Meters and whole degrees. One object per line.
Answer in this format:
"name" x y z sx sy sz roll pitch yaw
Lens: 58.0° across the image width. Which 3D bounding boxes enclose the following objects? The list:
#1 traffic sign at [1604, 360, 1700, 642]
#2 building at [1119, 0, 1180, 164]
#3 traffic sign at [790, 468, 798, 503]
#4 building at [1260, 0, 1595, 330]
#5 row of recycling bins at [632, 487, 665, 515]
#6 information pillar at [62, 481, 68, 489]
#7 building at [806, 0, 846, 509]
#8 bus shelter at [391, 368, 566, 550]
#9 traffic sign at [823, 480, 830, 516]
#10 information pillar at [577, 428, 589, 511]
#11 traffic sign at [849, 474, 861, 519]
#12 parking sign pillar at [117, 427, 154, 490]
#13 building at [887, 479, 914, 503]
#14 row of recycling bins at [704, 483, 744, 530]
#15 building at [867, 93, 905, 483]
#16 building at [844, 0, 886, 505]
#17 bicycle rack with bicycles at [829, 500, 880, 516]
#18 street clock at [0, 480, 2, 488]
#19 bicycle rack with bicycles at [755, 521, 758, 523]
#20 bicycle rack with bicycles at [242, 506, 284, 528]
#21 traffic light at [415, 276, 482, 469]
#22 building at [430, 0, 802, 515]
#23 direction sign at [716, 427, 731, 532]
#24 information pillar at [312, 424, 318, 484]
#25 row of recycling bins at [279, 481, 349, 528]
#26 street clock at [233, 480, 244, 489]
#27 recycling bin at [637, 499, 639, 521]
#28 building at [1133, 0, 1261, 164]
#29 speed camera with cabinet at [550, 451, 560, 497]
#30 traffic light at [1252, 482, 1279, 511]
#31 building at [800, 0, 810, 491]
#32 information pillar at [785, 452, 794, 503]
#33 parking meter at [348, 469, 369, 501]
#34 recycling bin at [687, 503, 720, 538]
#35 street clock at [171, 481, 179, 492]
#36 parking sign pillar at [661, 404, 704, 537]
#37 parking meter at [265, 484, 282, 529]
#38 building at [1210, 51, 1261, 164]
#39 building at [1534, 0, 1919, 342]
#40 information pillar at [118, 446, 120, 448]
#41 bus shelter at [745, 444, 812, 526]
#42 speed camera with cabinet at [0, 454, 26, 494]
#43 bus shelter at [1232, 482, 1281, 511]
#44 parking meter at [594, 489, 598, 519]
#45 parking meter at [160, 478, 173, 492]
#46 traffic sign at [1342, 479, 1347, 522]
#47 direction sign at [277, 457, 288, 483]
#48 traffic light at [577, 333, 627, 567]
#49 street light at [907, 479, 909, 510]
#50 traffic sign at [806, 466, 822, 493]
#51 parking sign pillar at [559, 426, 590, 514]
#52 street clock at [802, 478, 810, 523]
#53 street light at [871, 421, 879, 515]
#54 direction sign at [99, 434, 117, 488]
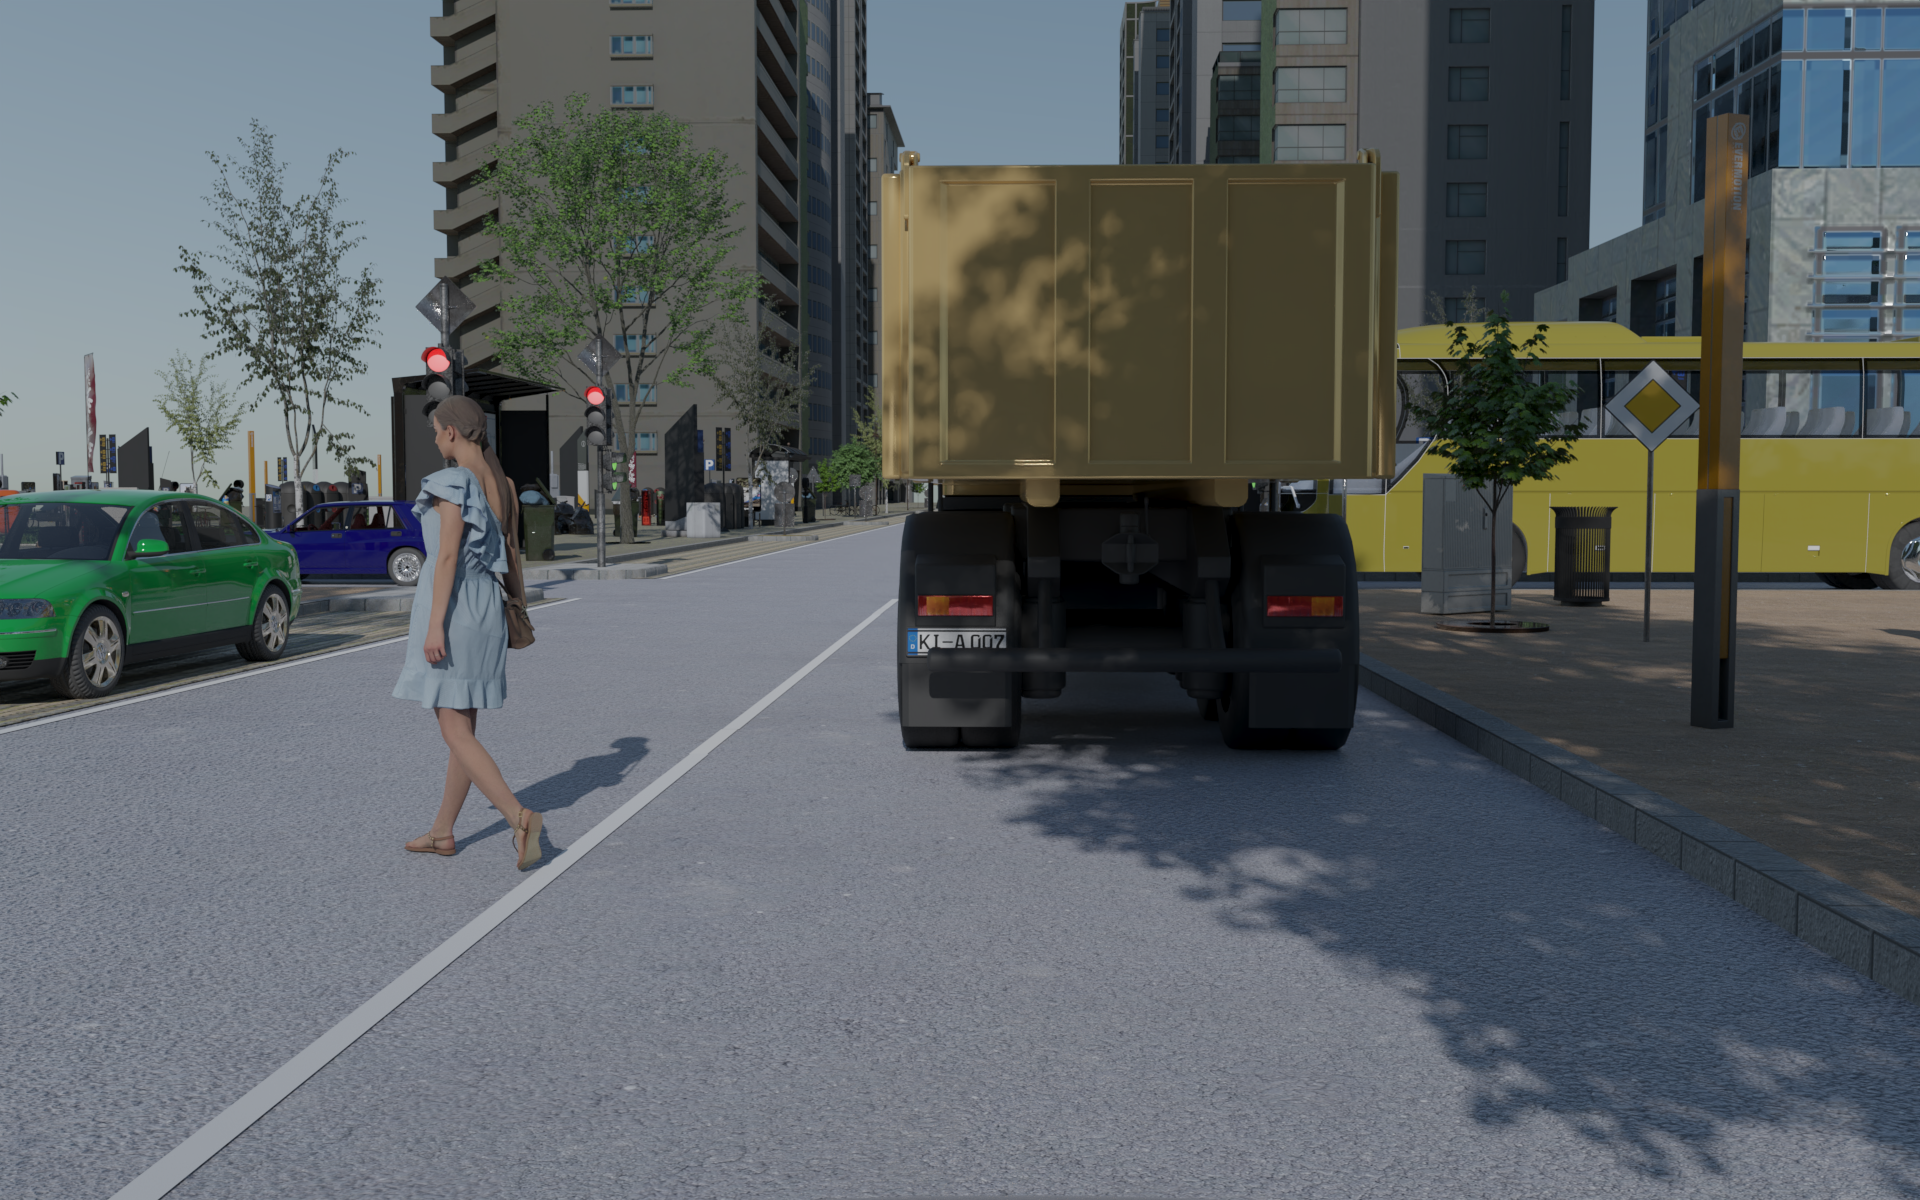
"traffic sign" 5.959 -0.843 14.972 0.795 2.450 0.064 1 4 10
"building" 31.584 -49.763 251.870 20.563 71.187 20.611 0 4 2
"traffic sign" -8.204 -5.110 83.647 0.768 2.556 0.104 0 4 8
"building" 21.236 -24.428 82.987 14.154 41.232 14.086 0 4 2
"row of recycling bins" -18.647 -6.006 105.305 3.534 1.692 1.069 1 4 19
"information pillar" -48.636 -5.477 94.048 0.304 2.012 0.304 1 4 23
"building" -22.352 -37.604 156.830 21.231 58.520 28.212 0 4 2
"bus shelter" -9.741 -2.708 35.553 1.731 3.624 6.357 0 4 2
"traffic sign" -7.925 -6.132 100.372 0.768 2.556 0.104 1 4 8
"information pillar" -13.419 -4.303 61.713 0.504 3.616 0.183 3 4 38
"traffic sign" -5.486 -5.405 90.494 0.606 2.300 0.079 1 4 9
"parking sign pillar" -33.234 -4.978 69.856 1.447 3.967 1.447 0 4 5
"building" -14.226 -29.483 253.745 14.160 30.474 14.107 0 4 2
"row of recycling bins" -8.646 -3.444 63.428 1.069 1.692 3.534 1 4 8
"building" -22.480 -39.338 232.414 28.713 52.752 27.495 0 4 2
"building" -19.505 -47.061 207.704 20.563 71.187 20.611 0 4 2
"bicycle rack with bicycles" -6.627 -5.525 103.719 2.925 0.926 2.852 2 4 29
"street clock" -45.941 -4.773 82.603 0.471 2.002 0.358 0 4 4
"bicycle rack with bicycles" -10.127 -3.812 75.708 2.925 0.926 2.852 -2 4 -28
"bicycle rack with bicycles" -21.351 -2.334 51.538 2.852 0.926 2.925 -2 4 -31
"traffic light" -6.599 -2.043 22.321 0.839 4.253 0.868 0 4 2
"building" -22.698 -30.129 116.313 21.300 48.544 21.600 0 4 2
"direction sign" -8.043 -4.095 58.954 0.379 3.537 0.876 2 4 26
"information pillar" -21.587 -4.076 57.995 0.183 3.616 0.504 -2 4 -31
"row of recycling bins" -20.702 -2.972 55.697 1.069 1.692 3.534 1 4 13
"street clock" -36.193 -5.039 86.952 0.471 2.002 0.358 1 4 11
"recycling bin" -15.760 -4.270 82.366 0.722 1.027 0.722 -3 4 -38
"building" 31.663 -41.003 212.397 21.231 58.520 28.212 0 4 2
"speed camera with cabinet" -18.559 -5.267 80.453 0.660 3.252 2.038 2 4 32
"traffic light" 3.954 -2.018 21.913 0.839 4.253 0.868 0 4 2
"building" -19.657 -27.636 135.448 14.154 41.232 14.086 0 4 2
"information pillar" -9.476 -6.408 96.126 0.504 3.616 0.183 0 4 7
"parking meter" -12.868 -1.918 37.074 0.399 1.863 0.255 -1 4 -16
"recycling bin" -7.489 -2.326 50.582 0.722 1.027 0.722 2 4 35
"street clock" -44.564 -5.732 98.285 0.358 2.002 0.471 2 4 25
"parking sign pillar" -8.342 -3.912 52.426 1.447 3.967 1.447 3 4 38
"parking meter" -17.080 -2.122 43.100 0.372 1.533 0.369 0 3 0
"building" 23.576 -21.094 116.581 14.160 30.474 14.107 0 4 2
"building" 32.003 -44.643 42.584 31.000 86.520 22.319 0 4 2
"information pillar" -40.519 -5.664 83.958 0.504 3.616 0.183 0 4 -3
"bus shelter" -7.519 -4.790 72.237 2.014 3.302 5.546 0 4 2
"speed camera with cabinet" -47.087 -5.587 85.679 0.660 3.252 2.038 0 4 6
"bus shelter" 6.557 -2.801 37.083 1.731 3.624 6.357 0 4 2
"parking meter" -19.011 -5.050 90.974 0.372 1.533 0.369 0 3 0
"parking meter" -28.086 -3.401 61.321 0.399 1.863 0.255 -1 4 -22
"traffic sign" 5.038 -1.258 22.706 0.606 2.300 0.079 1 4 12
"direction sign" -41.459 -6.974 106.028 0.876 3.537 0.379 2 4 31
"traffic light" -6.278 -2.531 30.299 0.839 4.253 0.868 0 4 2
"street light" -4.103 -9.994 136.194 0.468 5.910 1.993 0 4 2
"traffic sign" -6.800 -4.902 80.147 0.884 2.594 0.081 1 4 11
"parking sign pillar" -15.410 -4.938 69.212 1.447 3.967 1.447 3 4 37
"street clock" -6.801 -4.388 76.309 0.358 2.002 0.471 1 4 9
"street light" -5.192 -8.216 107.118 0.468 5.910 1.993 0 4 2
"direction sign" -32.277 -4.506 65.674 0.876 3.537 0.379 2 4 26
